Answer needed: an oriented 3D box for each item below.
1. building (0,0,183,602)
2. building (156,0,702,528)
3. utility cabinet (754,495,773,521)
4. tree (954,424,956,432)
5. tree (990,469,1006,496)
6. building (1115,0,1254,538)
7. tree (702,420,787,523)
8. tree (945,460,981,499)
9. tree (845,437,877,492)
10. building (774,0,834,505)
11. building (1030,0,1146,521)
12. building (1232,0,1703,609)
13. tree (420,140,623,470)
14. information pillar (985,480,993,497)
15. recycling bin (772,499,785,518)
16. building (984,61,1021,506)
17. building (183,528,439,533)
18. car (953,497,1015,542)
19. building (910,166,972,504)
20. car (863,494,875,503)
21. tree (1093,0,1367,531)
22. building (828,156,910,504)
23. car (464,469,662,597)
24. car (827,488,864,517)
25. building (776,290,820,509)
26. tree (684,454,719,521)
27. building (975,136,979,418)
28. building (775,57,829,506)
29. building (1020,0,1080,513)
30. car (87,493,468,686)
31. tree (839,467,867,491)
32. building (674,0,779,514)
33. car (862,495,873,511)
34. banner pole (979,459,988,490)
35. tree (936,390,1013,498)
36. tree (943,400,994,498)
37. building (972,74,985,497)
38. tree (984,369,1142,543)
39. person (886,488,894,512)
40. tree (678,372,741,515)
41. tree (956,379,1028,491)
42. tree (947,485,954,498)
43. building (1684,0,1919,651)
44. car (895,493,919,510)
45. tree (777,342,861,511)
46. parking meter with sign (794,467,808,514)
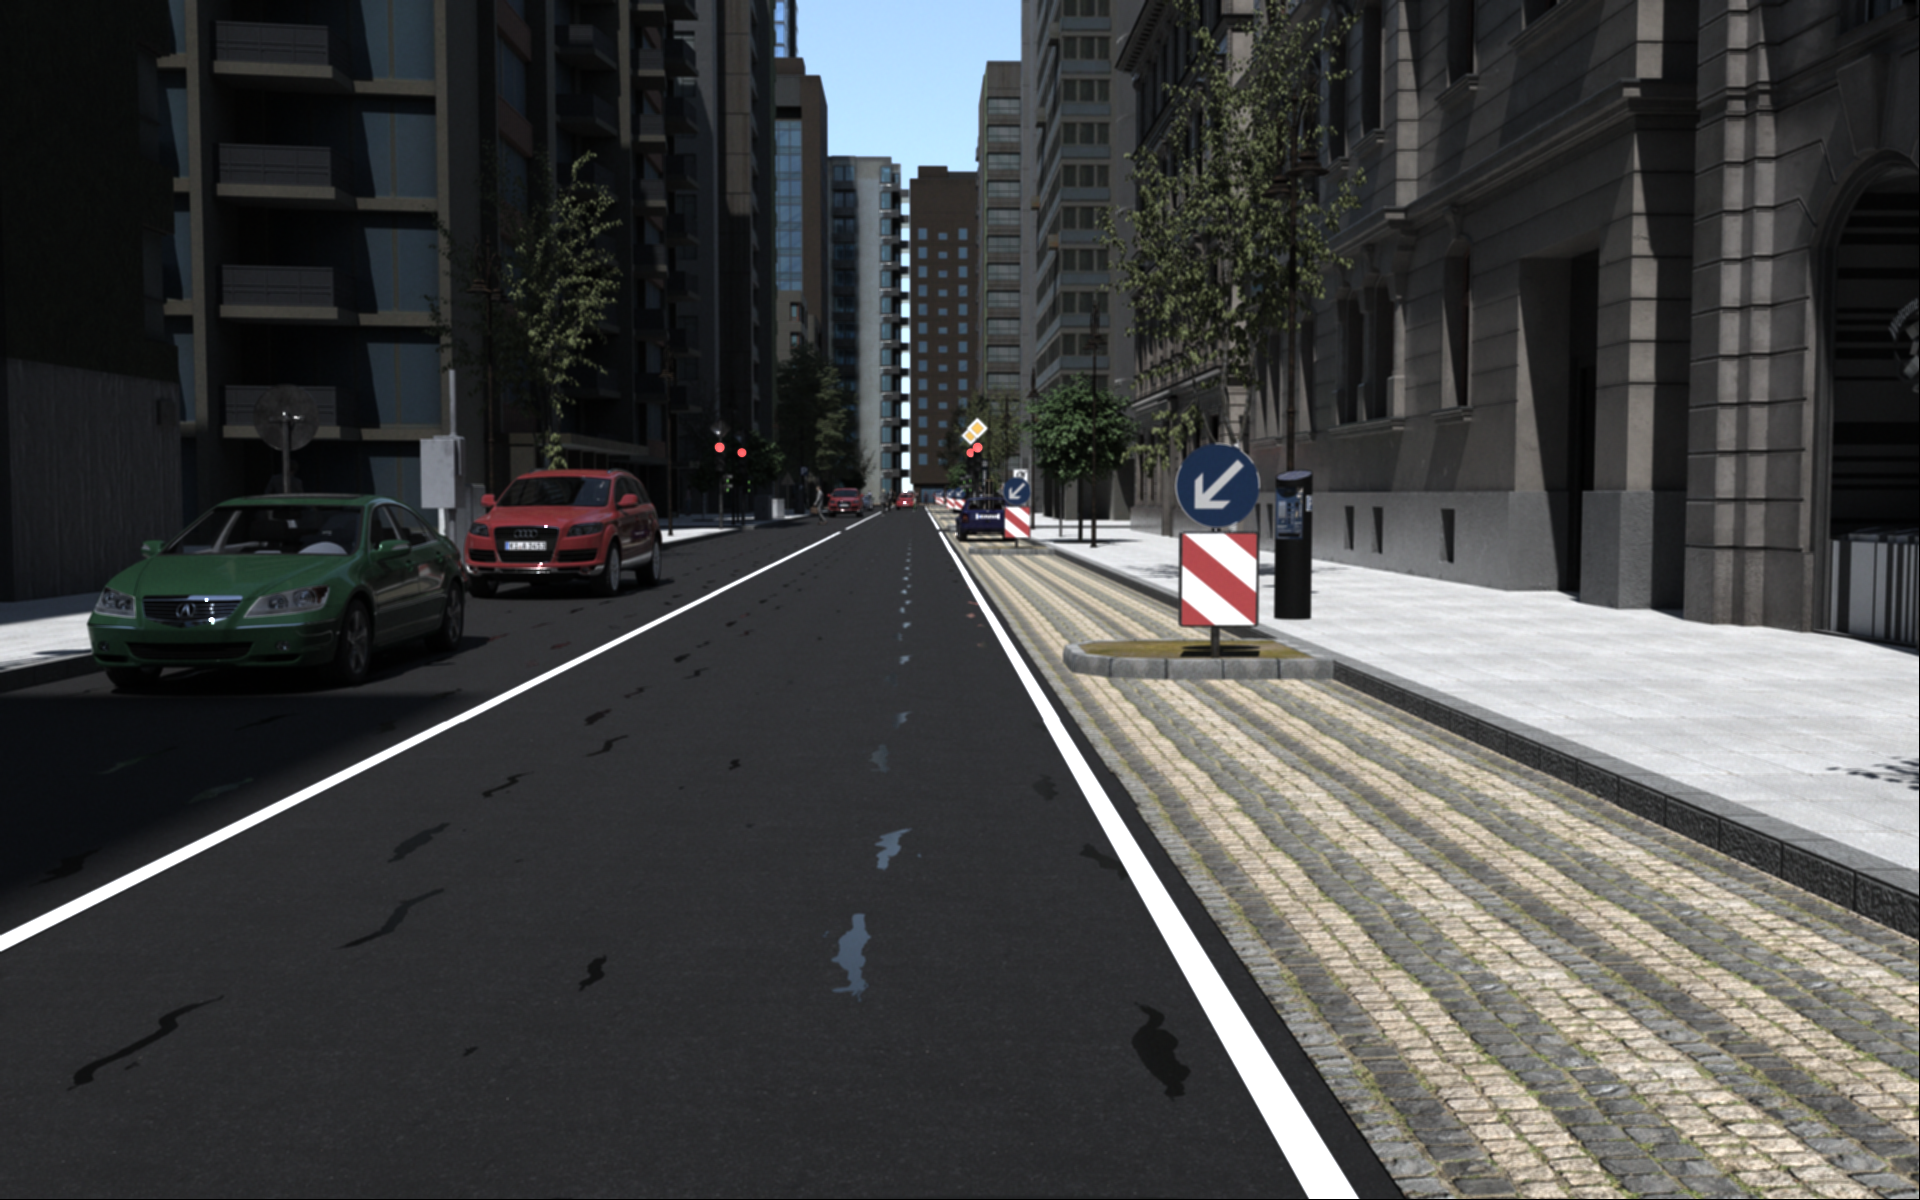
[{"bbox_3d":[-18.179,-15.024,17.351,14.160,30.474,14.107,0,4,-1],"label":"building"},{"bbox_3d":[-24.957,-26.376,85.872,22.147,44.769,28.867,0,4,-1],"label":"building"},{"bbox_3d":[-9.475,-4.415,83.339,1.020,1.237,0.306,3,5,41],"label":"utility cabinet"},{"bbox_3d":[1.547,-10.351,119.595,4.737,8.622,4.395,0,3,0],"label":"tree"},{"bbox_3d":[2.737,-8.022,125.764,1.663,3.219,1.824,0,3,0],"label":"tree"},{"bbox_3d":[10.959,-11.449,51.820,10.561,19.102,19.286,0,4,-1],"label":"building"},{"bbox_3d":[-9.894,-5.742,77.596,4.285,4.588,4.351,0,3,0],"label":"tree"},{"bbox_3d":[0.215,-11.102,165.228,4.285,4.588,4.351,0,3,0],"label":"tree"},{"bbox_3d":[-12.928,-16.678,223.051,4.360,8.622,3.978,0,3,0],"label":"tree"},{"bbox_3d":[-31.363,-54.706,207.109,31.000,86.520,22.319,0,4,-1],"label":"building"},{"bbox_3d":[16.186,-24.303,89.234,23.993,40.220,32.217,0,4,-1],"label":"building"},{"bbox_3d":[13.262,-14.817,29.643,14.401,28.519,23.554,0,4,-1],"label":"building"},{"bbox_3d":[-8.710,-5.210,35.550,4.737,8.622,4.395,0,3,0],"label":"tree"},{"bbox_3d":[1.522,-5.279,90.808,0.304,2.012,0.304,3,5,43],"label":"information pillar"},{"bbox_3d":[-9.742,-4.824,91.430,0.722,1.027,0.722,2,4,32],"label":"recycling bin"},{"bbox_3d":[9.318,-29.595,167.476,14.154,41.232,14.086,0,4,-1],"label":"building"},{"bbox_3d":[-25.528,-24.250,51.106,28.867,44.769,22.147,0,4,-1],"label":"building"},{"bbox_3d":[0.766,-2.468,52.928,1.945,1.354,3.894,0,4,-2],"label":"car"},{"bbox_3d":[0.213,-36.032,239.240,14.200,45.320,14.600,0,4,-1],"label":"building"},{"bbox_3d":[-9.287,-9.502,167.157,2.131,1.459,4.920,0,4,-2],"label":"car"},{"bbox_3d":[3.948,-4.572,25.119,4.737,8.622,4.395,0,3,0],"label":"tree"},{"bbox_3d":[-22.299,-38.099,242.526,30.456,49.044,23.786,0,4,-1],"label":"building"},{"bbox_3d":[-5.782,-1.044,25.739,2.281,1.827,5.304,0,4,1],"label":"car"},{"bbox_3d":[-7.110,-6.075,108.002,2.281,1.827,5.304,0,4,-1],"label":"car"},{"bbox_3d":[-27.633,-19.339,161.237,27.650,21.520,28.899,0,4,-1],"label":"building"},{"bbox_3d":[-12.161,-5.391,82.748,1.663,3.219,1.824,0,3,0],"label":"tree"},{"bbox_3d":[13.157,-35.805,205.012,23.786,49.044,30.456,0,4,-1],"label":"building"},{"bbox_3d":[-21.120,-32.543,182.184,14.600,45.320,14.200,0,4,-1],"label":"building"},{"bbox_3d":[15.004,-35.873,128.529,21.231,58.520,28.212,0,4,-1],"label":"building"},{"bbox_3d":[-5.481,-0.164,14.472,2.131,1.459,4.920,0,4,-2],"label":"car"},{"bbox_3d":[-13.053,-13.946,211.736,4.285,4.588,4.351,0,3,0],"label":"tree"},{"bbox_3d":[-19.803,-26.418,115.536,14.154,41.232,14.086,0,4,-1],"label":"building"},{"bbox_3d":[-8.635,-8.500,151.344,2.083,1.381,4.827,0,4,0],"label":"car"},{"bbox_3d":[1.381,-7.211,107.919,0.863,3.779,0.401,-1,4,-19],"label":"banner pole"},{"bbox_3d":[1.324,-13.483,154.856,7.601,10.594,8.767,0,4,3],"label":"tree"},{"bbox_3d":[0.925,-11.284,134.854,4.360,8.622,3.978,0,3,0],"label":"tree"},{"bbox_3d":[9.088,-32.547,182.253,14.600,45.320,14.200,0,4,-1],"label":"building"},{"bbox_3d":[3.095,-3.783,45.563,4.285,4.588,4.351,0,3,0],"label":"tree"},{"bbox_3d":[-5.626,-8.092,140.170,0.648,1.900,0.474,-3,5,-43],"label":"person"},{"bbox_3d":[-15.431,-9.494,105.581,4.360,8.622,3.978,0,3,0],"label":"tree"},{"bbox_3d":[2.630,-9.817,110.872,4.737,8.622,4.395,0,3,0],"label":"tree"},{"bbox_3d":[-0.807,-12.854,204.771,1.663,3.219,1.824,0,3,0],"label":"tree"},{"bbox_3d":[13.514,-10.019,5.603,13.314,21.916,24.055,0,4,-1],"label":"building"},{"bbox_3d":[-4.850,-9.084,157.556,2.155,1.783,4.494,0,4,0],"label":"car"},{"bbox_3d":[-11.941,-12.893,128.928,7.486,12.596,7.792,0,3,0],"label":"tree"},{"bbox_3d":[-10.243,-7.017,110.983,0.543,3.016,1.738,-1,4,-22],"label":"parking meter with sign"}]
